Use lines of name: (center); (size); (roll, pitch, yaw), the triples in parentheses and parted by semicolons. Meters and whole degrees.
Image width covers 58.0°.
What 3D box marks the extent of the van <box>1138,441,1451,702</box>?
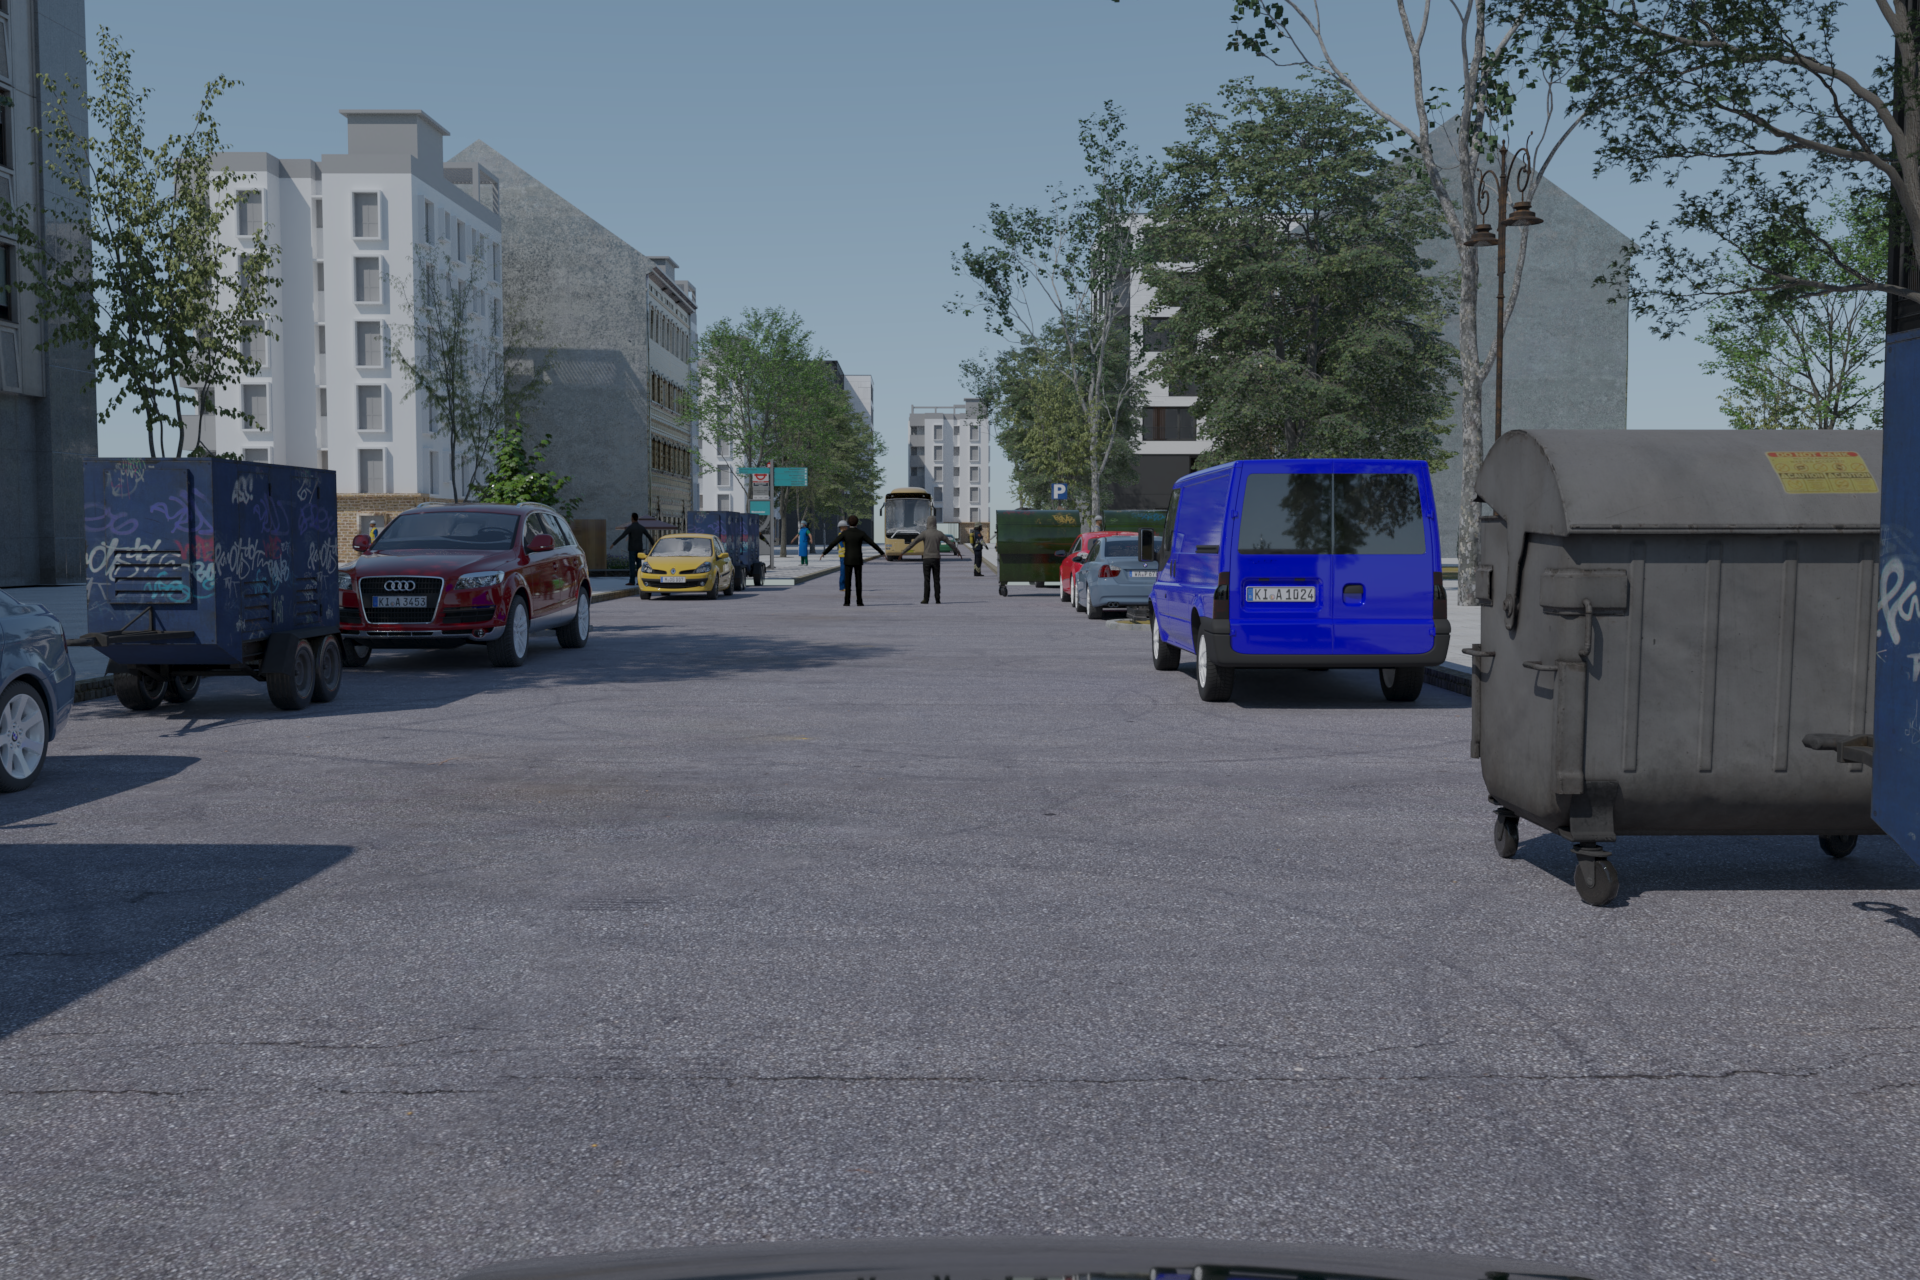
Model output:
van: (2.985, -0.739, 16.462); (2.240, 2.365, 5.245); (0, 4, -1)

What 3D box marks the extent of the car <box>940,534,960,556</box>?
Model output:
car: (-1.072, -6.371, 115.962); (2.131, 1.459, 4.920); (0, 3, 0)

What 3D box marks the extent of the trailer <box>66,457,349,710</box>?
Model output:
trailer: (-6.046, -0.404, 13.654); (1.471, 1.999, 3.904); (0, 4, -1)

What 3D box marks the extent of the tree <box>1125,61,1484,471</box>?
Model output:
tree: (9.455, -8.617, 47.547); (9.857, 13.997, 8.962); (0, 3, 0)

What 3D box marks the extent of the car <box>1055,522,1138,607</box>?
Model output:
car: (3.040, -1.606, 35.301); (2.155, 1.783, 4.494); (0, 4, -1)

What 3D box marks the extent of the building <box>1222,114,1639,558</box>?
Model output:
building: (25.898, -16.468, 100.181); (19.493, 23.208, 18.063); (0, 4, 0)

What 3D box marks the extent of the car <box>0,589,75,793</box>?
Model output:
car: (-6.080, 0.222, 8.372); (2.014, 1.417, 4.499); (0, 3, 0)

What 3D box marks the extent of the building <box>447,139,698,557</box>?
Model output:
building: (-26.926, -16.821, 105.952); (19.493, 23.208, 18.063); (0, 4, -1)

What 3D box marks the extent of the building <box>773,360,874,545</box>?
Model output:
building: (-25.282, -22.977, 219.649); (27.936, 21.610, 32.646); (0, 4, -1)

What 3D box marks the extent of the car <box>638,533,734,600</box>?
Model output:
car: (-6.140, -1.760, 38.999); (2.015, 1.641, 3.980); (0, 3, 0)

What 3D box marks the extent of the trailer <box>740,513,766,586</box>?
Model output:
trailer: (-6.208, -2.477, 47.544); (1.471, 1.999, 3.904); (0, 3, 0)

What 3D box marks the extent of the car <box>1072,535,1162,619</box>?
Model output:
car: (3.002, -1.122, 30.341); (2.014, 1.417, 4.499); (0, 4, 0)

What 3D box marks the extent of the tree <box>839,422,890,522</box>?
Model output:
tree: (-10.104, -13.902, 153.056); (9.928, 11.665, 9.643); (0, 3, 0)

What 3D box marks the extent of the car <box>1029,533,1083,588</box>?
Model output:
car: (2.854, -2.370, 47.553); (1.959, 1.807, 4.718); (0, 4, -1)

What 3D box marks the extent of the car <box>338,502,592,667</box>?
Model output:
car: (-5.739, -0.712, 20.322); (2.281, 1.827, 5.304); (0, 3, 0)

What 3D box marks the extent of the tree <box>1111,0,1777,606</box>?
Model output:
tree: (7.918, -10.620, 29.532); (12.611, 20.169, 13.585); (0, 3, 0)

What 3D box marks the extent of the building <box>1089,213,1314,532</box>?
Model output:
building: (23.269, -17.293, 126.719); (27.936, 21.610, 32.646); (0, 4, 0)

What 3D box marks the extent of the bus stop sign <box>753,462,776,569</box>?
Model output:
bus stop sign: (-7.275, -4.636, 64.501); (0.855, 3.939, 0.416); (0, 4, 0)

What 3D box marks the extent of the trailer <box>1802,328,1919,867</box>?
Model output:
trailer: (3.147, 0.168, 4.299); (1.471, 1.999, 3.904); (0, 4, -1)

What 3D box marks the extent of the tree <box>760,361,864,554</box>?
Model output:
tree: (-9.897, -11.927, 113.135); (7.486, 12.596, 7.792); (0, 3, 0)

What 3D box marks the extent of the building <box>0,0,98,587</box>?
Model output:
building: (-27.921, -13.220, 33.402); (12.078, 24.872, 19.932); (0, 4, 1)

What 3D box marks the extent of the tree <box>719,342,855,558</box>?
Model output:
tree: (-9.558, -10.290, 94.001); (9.928, 11.665, 9.643); (0, 3, 0)

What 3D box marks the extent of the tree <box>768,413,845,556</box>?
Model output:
tree: (-9.711, -9.305, 102.495); (4.360, 8.622, 3.978); (0, 3, 0)

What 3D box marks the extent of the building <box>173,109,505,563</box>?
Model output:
building: (-28.991, -13.591, 78.626); (16.016, 20.090, 11.380); (0, 4, 0)

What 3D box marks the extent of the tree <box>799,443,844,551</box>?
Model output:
tree: (-9.513, -10.603, 123.715); (4.360, 8.622, 3.978); (0, 3, 0)

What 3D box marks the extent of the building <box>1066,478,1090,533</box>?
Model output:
building: (23.343, -23.826, 220.480); (19.493, 23.208, 18.063); (0, 3, 0)

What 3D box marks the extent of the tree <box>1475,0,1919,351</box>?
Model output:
tree: (9.141, -4.959, 15.494); (8.767, 10.594, 7.601); (1, 4, 9)

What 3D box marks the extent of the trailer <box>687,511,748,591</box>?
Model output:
trailer: (-6.198, -2.209, 43.168); (1.471, 1.999, 3.904); (0, 3, 0)

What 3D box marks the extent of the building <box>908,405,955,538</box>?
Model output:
building: (-6.969, -23.570, 244.247); (11.380, 20.090, 16.016); (0, 4, -2)

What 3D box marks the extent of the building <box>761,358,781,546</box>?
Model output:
building: (-25.202, -19.966, 182.867); (16.016, 20.090, 11.380); (0, 4, -1)

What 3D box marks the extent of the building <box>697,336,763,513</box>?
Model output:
building: (-25.390, -18.951, 166.275); (16.016, 20.090, 11.380); (0, 4, 0)

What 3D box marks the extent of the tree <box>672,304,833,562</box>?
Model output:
tree: (-9.456, -9.327, 78.259); (9.928, 11.665, 9.643); (0, 3, 0)

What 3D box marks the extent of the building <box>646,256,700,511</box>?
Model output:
building: (-24.827, -16.071, 119.177); (16.016, 20.090, 11.380); (0, 4, 0)

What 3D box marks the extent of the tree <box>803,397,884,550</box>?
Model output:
tree: (-10.185, -13.604, 140.551); (7.486, 12.596, 7.792); (0, 3, 0)

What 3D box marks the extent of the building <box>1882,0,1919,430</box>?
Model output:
building: (26.294, -12.281, 29.463); (12.332, 23.479, 15.834); (0, 4, 0)
